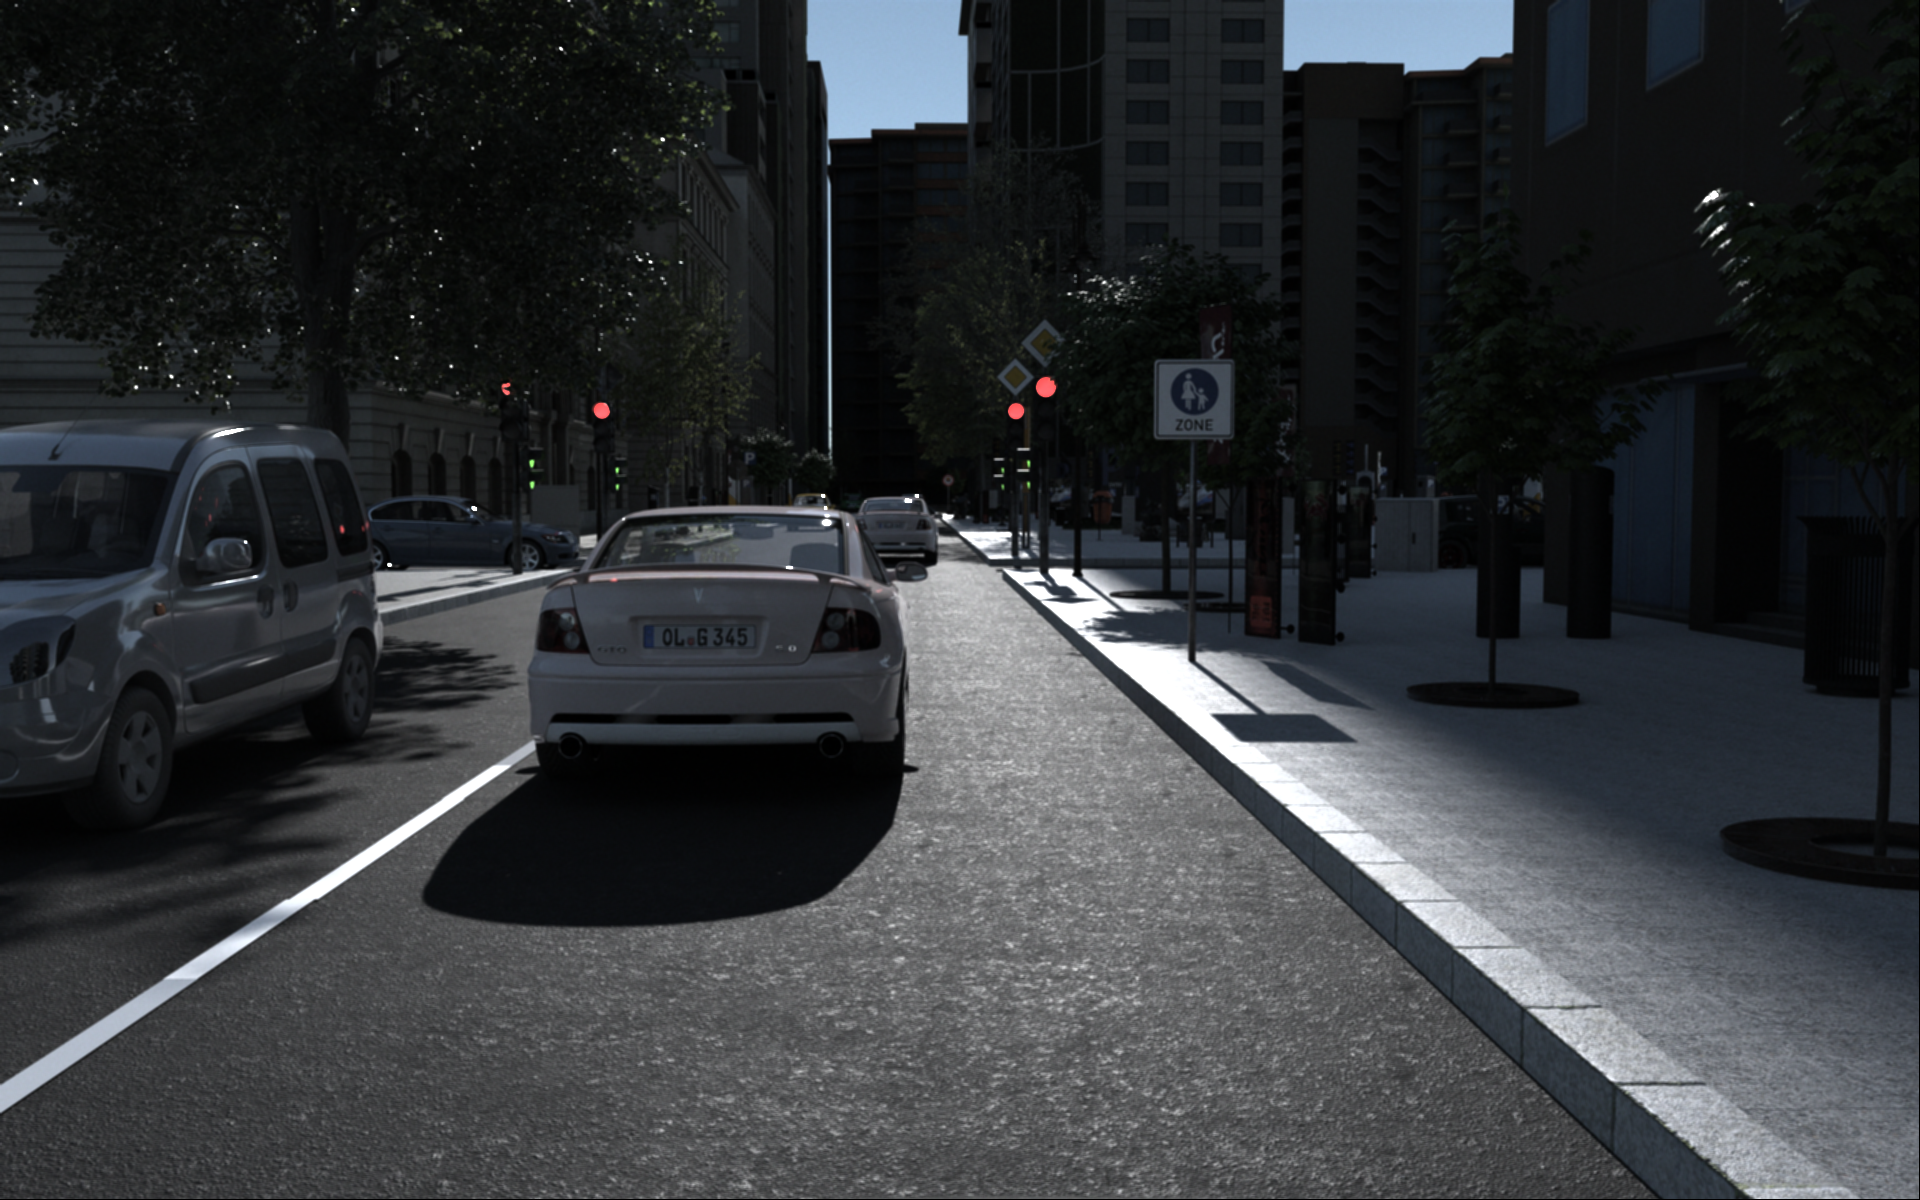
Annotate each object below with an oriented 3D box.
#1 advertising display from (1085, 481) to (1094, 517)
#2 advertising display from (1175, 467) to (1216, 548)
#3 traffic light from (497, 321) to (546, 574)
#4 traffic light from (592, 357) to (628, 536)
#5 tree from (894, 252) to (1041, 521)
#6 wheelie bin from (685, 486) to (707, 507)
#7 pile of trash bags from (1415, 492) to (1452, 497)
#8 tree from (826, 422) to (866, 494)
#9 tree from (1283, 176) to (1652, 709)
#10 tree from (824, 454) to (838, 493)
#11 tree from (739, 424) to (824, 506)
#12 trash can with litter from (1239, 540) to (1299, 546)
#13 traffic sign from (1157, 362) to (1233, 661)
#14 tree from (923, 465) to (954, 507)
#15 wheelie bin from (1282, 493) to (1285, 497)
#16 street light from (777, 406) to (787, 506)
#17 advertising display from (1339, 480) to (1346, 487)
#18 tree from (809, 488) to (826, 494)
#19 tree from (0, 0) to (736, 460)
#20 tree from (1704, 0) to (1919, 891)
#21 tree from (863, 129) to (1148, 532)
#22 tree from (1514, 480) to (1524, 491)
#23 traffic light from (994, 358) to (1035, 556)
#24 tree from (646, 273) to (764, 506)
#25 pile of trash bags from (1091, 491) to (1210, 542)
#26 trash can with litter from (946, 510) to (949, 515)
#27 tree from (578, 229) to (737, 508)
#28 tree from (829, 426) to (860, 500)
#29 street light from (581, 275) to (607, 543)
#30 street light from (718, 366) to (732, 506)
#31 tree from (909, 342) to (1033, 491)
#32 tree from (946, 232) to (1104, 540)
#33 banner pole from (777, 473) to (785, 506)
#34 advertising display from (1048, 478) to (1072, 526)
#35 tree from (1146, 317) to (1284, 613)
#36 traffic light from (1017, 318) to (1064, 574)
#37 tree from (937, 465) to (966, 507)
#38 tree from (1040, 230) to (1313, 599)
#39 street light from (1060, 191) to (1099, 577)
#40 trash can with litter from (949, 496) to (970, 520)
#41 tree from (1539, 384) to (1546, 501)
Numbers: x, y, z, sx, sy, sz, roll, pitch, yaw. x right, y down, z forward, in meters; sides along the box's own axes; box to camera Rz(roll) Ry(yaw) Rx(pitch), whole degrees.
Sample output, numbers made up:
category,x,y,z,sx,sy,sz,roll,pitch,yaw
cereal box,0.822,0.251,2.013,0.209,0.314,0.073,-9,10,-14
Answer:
category,x,y,z,sx,sy,sz,roll,pitch,yaw
advertising display,6.873,-5.109,88.745,0.974,1.923,0.123,1,4,12
advertising display,5.645,-2.223,41.565,0.974,1.923,0.123,2,4,24
traffic light,-7.066,-2.367,27.624,0.839,4.253,0.868,0,4,-2
traffic light,-7.284,-2.855,35.606,0.839,4.253,0.868,0,4,-2
tree,0.621,-9.947,80.759,7.486,12.596,7.792,0,3,0
wheelie bin,-10.905,-3.902,71.698,0.980,1.594,0.693,1,4,12
pile of trash bags,20.052,-3.966,74.590,3.447,1.369,1.912,-3,4,-38
tree,-11.585,-13.800,175.997,4.737,8.622,4.395,0,3,0
tree,3.254,-0.981,10.643,1.663,3.219,1.824,0,3,0
tree,-10.012,-8.336,120.001,4.285,4.588,4.351,0,3,0
tree,-9.217,-5.985,81.564,4.285,4.588,4.351,0,3,0
trash can with litter,8.172,-1.999,43.741,1.678,1.210,2.233,-1,4,-15
traffic sign,1.781,-0.679,13.238,0.606,2.300,0.079,0,4,2
tree,-2.040,-11.674,174.578,4.285,4.588,4.351,0,3,0
wheelie bin,18.558,-5.705,101.187,0.693,1.594,0.980,-1,4,-18
street light,-9.176,-7.130,89.369,0.468,5.910,1.993,0,4,-2
advertising display,17.377,-4.498,78.758,0.123,1.923,0.974,1,4,23
tree,-10.805,-8.366,131.377,1.663,3.219,1.824,0,3,0
tree,-7.226,-6.925,19.885,9.857,13.997,8.962,0,3,0
tree,3.369,-0.695,5.959,1.663,3.219,1.824,0,3,0
tree,1.876,-9.072,58.698,12.009,13.543,11.850,0,3,0
tree,30.956,-6.989,97.984,4.285,4.588,4.351,0,3,0
traffic light,1.124,-2.870,35.851,0.839,4.253,0.868,0,4,-2
tree,-8.760,-6.614,58.504,4.360,8.622,3.978,0,3,0
pile of trash bags,5.236,-2.310,47.518,3.447,1.369,1.912,2,4,24
trash can with litter,-0.506,-5.871,107.370,0.624,1.170,1.055,-3,5,-40
tree,-8.302,-5.934,47.383,4.737,8.622,4.395,0,3,0
tree,-12.902,-14.542,188.127,4.360,8.622,3.978,0,3,0
street light,-7.686,-3.913,36.758,0.468,5.910,1.993,0,4,-2
street light,-8.433,-5.493,62.602,0.468,5.910,1.993,0,4,-2
tree,0.717,-9.771,94.170,8.767,10.594,7.601,2,4,35
tree,2.050,-5.997,48.416,4.360,8.622,3.978,0,3,0
banner pole,-9.705,-6.339,93.657,0.401,3.779,0.863,2,4,33
advertising display,4.002,-3.918,69.280,0.974,1.923,0.123,-1,4,-11
tree,3.029,-1.491,18.987,1.663,3.219,1.824,0,3,0
traffic light,1.342,-2.382,27.869,0.839,4.253,0.868,0,4,-2
tree,-0.239,-7.389,115.415,1.663,3.219,1.824,0,3,0
tree,2.674,-2.323,21.688,4.285,4.588,4.351,0,3,0
street light,1.834,-3.306,26.841,0.468,5.910,1.993,0,4,-2
trash can with litter,0.043,-4.661,87.592,0.624,1.170,1.055,1,4,22
tree,24.890,-7.538,73.613,4.360,8.622,3.978,0,3,0
